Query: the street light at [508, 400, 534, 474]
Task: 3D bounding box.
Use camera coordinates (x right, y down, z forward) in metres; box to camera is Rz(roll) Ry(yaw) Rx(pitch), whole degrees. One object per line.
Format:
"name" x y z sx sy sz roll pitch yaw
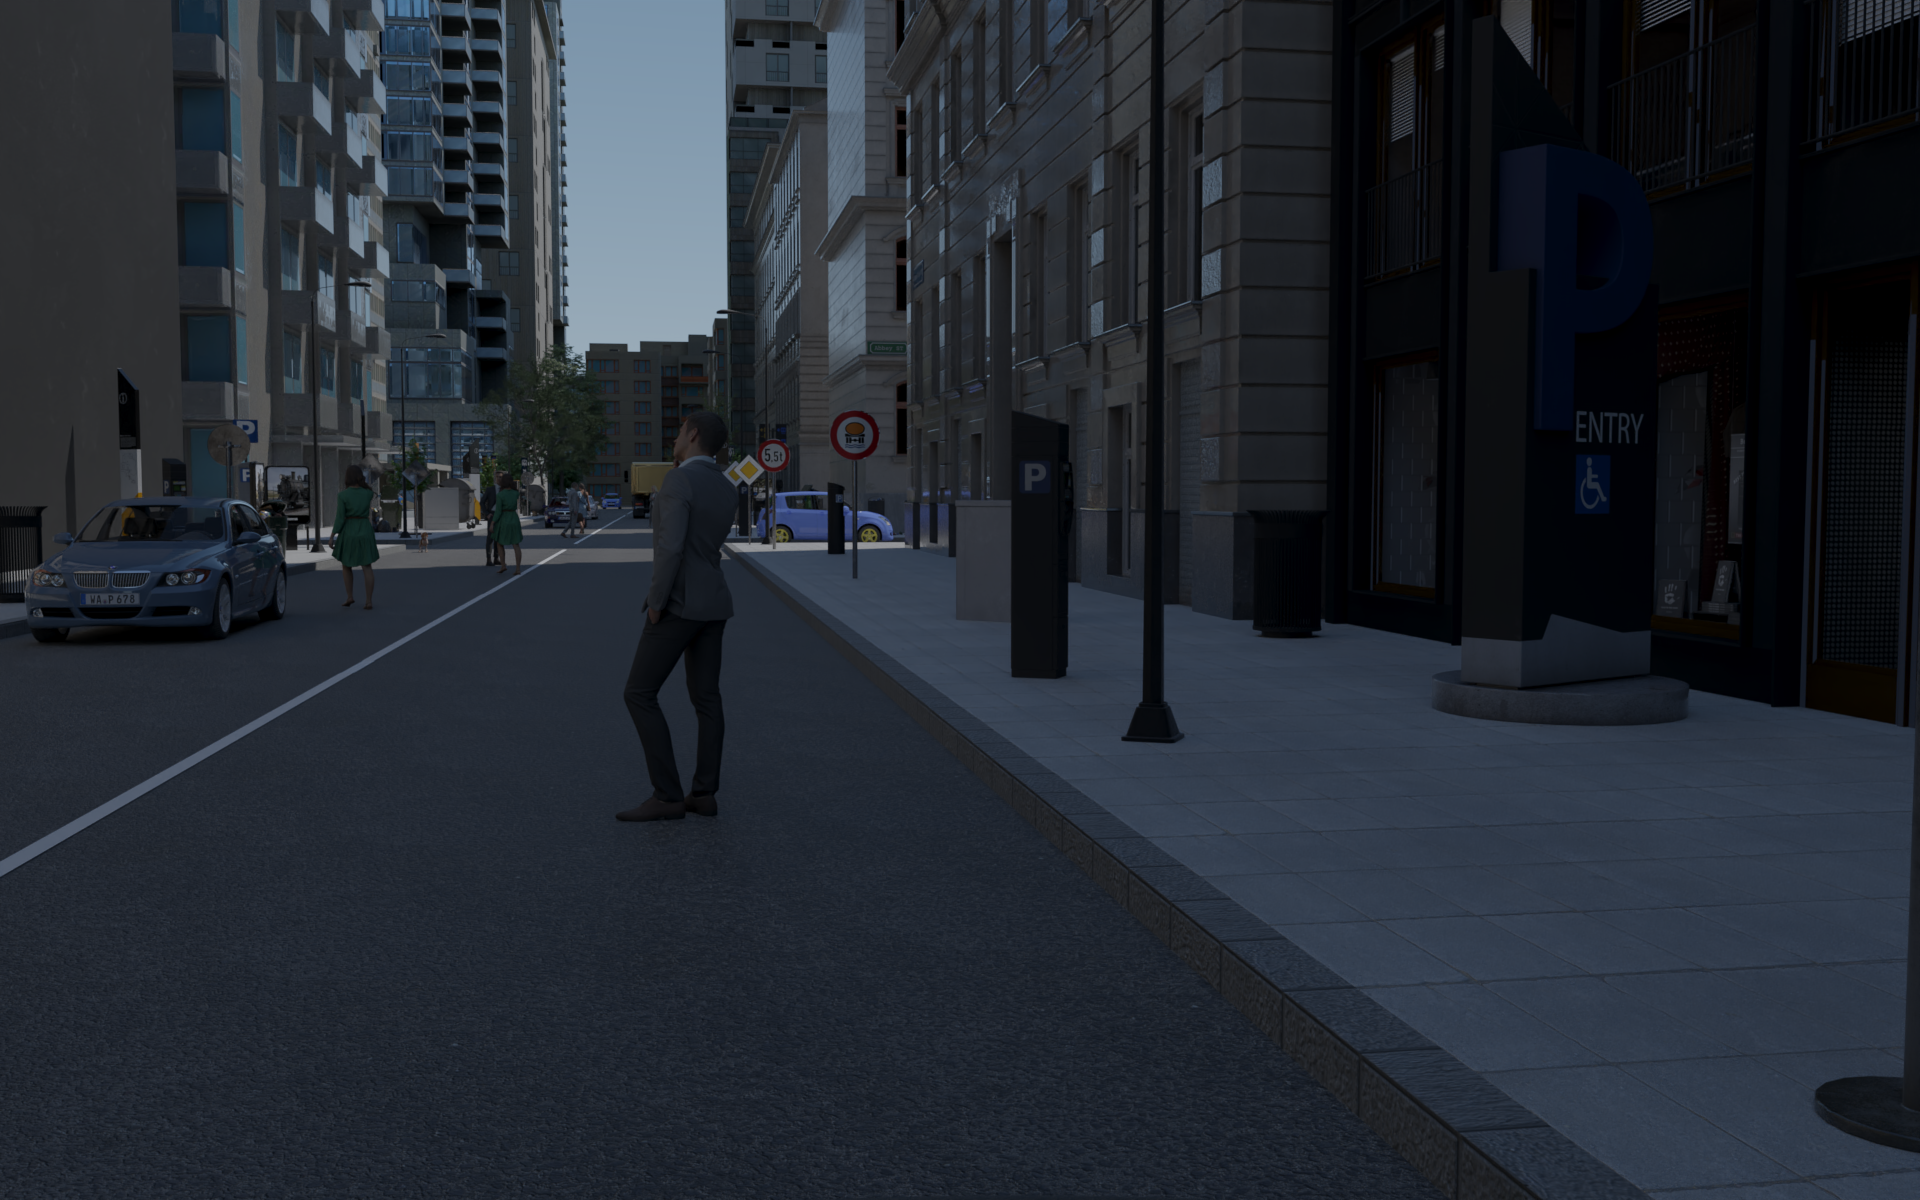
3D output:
"street light" -21.645 -6.895 85.278 1.470 5.913 1.316 -1 4 -10

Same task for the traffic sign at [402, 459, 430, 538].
"traffic sign" -15.753 -2.847 50.188 0.795 2.450 0.064 -1 4 -10

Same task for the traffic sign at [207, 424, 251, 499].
"traffic sign" -13.272 -1.918 31.460 0.768 2.556 0.104 0 4 -3

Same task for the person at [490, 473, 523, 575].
"person" -8.001 -1.341 30.668 0.529 1.795 0.600 3 4 36

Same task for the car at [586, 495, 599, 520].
"car" -21.425 -5.225 97.791 2.083 1.381 4.827 -1 4 -10

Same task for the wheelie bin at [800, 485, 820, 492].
"wheelie bin" -5.051 -3.039 57.603 0.693 1.594 0.980 -2 4 -28

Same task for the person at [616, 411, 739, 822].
"person" -1.246 0.059 7.709 0.473 1.802 0.592 3 4 39

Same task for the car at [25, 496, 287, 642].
"car" -8.369 -0.390 18.384 2.014 1.417 4.499 -1 4 -10

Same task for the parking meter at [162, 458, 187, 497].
"parking meter" -12.776 -1.376 28.209 0.399 1.863 0.255 3 5 43

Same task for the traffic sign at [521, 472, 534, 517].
"traffic sign" -24.689 -6.041 98.876 0.768 2.556 0.104 0 4 -4

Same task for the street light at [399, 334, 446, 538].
"street light" -15.601 -4.755 50.289 1.470 5.913 1.316 -1 4 -10

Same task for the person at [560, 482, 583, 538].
"person" -12.603 -2.929 56.503 0.853 1.813 0.709 -3 4 -38

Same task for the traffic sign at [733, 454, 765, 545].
"traffic sign" -5.336 -2.459 43.848 0.795 2.450 0.064 -1 4 -10

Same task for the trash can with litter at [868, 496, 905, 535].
"trash can with litter" -2.230 -2.638 54.193 2.233 1.210 1.678 0 4 -1

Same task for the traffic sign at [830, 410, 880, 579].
"traffic sign" -1.593 -1.598 26.228 0.768 2.556 0.104 -1 4 -9

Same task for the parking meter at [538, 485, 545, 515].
"parking meter" -25.547 -6.119 105.755 0.399 1.863 0.255 2 4 30

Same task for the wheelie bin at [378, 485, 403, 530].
"wheelie bin" -20.540 -3.341 62.534 0.980 1.594 0.693 0 4 -1

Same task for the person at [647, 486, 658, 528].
"person" -13.071 -3.999 74.065 0.537 1.800 0.526 2 4 30

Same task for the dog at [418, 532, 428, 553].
"dog" -13.193 -1.427 42.626 0.540 0.507 0.406 2 4 27

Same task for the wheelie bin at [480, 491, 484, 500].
"wheelie bin" -26.258 -5.290 94.407 0.980 1.594 0.693 3 5 45

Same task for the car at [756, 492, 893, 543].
"car" -3.657 -2.284 46.932 3.694 1.707 1.945 -1 4 -11

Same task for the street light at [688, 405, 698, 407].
"street light" -13.492 -7.211 90.447 1.470 5.913 1.316 -1 4 -10

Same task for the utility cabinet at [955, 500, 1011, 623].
"utility cabinet" 0.453 -0.385 17.458 1.020 1.237 0.306 2 4 35

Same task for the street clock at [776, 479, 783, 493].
"street clock" -8.927 -4.947 85.450 0.358 2.002 0.471 1 4 18

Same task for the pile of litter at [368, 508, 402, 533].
"pile of litter" -19.532 -2.681 57.796 1.719 0.858 1.176 1 4 14

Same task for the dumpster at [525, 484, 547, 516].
"dumpster" -25.330 -5.964 103.272 1.264 1.857 1.865 -1 4 -10

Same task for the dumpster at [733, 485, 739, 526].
"dumpster" -9.197 -3.834 68.440 1.264 1.857 1.865 -1 4 -10

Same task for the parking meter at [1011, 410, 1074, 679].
"parking meter" 0.573 -0.391 12.108 0.399 1.863 0.255 1 4 20

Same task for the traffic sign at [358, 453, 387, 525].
"traffic sign" -14.402 -2.365 42.318 0.795 2.450 0.064 -1 4 -10

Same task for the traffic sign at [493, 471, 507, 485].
"traffic sign" -20.659 -4.634 77.893 0.606 2.300 0.079 0 4 -5

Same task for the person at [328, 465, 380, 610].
"person" -7.511 -0.782 21.538 0.529 1.795 0.600 3 5 42

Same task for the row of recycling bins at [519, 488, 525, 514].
"row of recycling bins" -28.924 -6.350 110.938 1.069 1.692 3.534 1 4 22

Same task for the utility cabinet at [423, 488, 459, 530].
"utility cabinet" -18.166 -3.175 60.591 1.173 1.500 0.318 -2 4 -33

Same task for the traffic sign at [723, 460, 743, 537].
"traffic sign" -6.688 -2.940 51.718 0.795 2.450 0.064 -1 4 -10

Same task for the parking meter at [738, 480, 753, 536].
"parking meter" -6.531 -2.878 52.769 0.399 1.863 0.255 0 4 7

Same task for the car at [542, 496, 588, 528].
"car" -16.941 -3.786 74.488 1.945 1.354 3.894 -1 4 -11

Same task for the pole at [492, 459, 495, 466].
"pole" -27.060 -6.528 100.580 0.158 3.312 0.155 0 3 0

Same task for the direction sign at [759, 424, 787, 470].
"direction sign" -6.037 -3.912 55.952 0.876 3.537 0.379 0 4 -6

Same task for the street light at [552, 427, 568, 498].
"street light" -27.619 -9.001 119.699 1.470 5.913 1.316 -1 4 -10

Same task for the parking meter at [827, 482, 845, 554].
"parking meter" -2.639 -1.744 36.931 0.372 1.533 0.369 0 3 0

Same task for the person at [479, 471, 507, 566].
"person" -9.271 -1.646 34.773 0.474 1.900 0.648 3 5 40

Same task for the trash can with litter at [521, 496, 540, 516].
"trash can with litter" -24.767 -5.412 99.871 1.055 1.170 0.624 0 4 4

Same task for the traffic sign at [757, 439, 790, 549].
"traffic sign" -4.310 -2.449 40.140 0.768 2.556 0.104 0 4 -2

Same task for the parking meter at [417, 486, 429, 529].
"parking meter" -19.851 -3.568 64.051 0.255 1.863 0.399 3 5 42

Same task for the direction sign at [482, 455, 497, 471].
"direction sign" -27.478 -6.677 101.164 0.876 3.537 0.379 0 4 7

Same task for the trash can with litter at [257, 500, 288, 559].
"trash can with litter" -13.618 -1.382 33.978 0.624 1.170 1.055 -3 5 -42

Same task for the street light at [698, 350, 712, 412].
"street light" -7.597 -5.102 55.952 1.470 5.913 1.316 -1 4 -10

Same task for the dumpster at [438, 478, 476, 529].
"dumpster" -18.446 -3.527 63.432 1.264 1.857 1.865 -1 4 -10

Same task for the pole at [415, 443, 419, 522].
"pole" -21.657 -4.598 69.026 0.158 3.312 0.155 0 3 0

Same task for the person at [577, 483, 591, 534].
"person" -13.518 -3.272 62.092 0.616 1.811 0.778 -2 4 -26

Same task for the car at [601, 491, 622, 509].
"car" -33.038 -9.470 164.428 1.945 1.707 3.694 -1 4 -9
